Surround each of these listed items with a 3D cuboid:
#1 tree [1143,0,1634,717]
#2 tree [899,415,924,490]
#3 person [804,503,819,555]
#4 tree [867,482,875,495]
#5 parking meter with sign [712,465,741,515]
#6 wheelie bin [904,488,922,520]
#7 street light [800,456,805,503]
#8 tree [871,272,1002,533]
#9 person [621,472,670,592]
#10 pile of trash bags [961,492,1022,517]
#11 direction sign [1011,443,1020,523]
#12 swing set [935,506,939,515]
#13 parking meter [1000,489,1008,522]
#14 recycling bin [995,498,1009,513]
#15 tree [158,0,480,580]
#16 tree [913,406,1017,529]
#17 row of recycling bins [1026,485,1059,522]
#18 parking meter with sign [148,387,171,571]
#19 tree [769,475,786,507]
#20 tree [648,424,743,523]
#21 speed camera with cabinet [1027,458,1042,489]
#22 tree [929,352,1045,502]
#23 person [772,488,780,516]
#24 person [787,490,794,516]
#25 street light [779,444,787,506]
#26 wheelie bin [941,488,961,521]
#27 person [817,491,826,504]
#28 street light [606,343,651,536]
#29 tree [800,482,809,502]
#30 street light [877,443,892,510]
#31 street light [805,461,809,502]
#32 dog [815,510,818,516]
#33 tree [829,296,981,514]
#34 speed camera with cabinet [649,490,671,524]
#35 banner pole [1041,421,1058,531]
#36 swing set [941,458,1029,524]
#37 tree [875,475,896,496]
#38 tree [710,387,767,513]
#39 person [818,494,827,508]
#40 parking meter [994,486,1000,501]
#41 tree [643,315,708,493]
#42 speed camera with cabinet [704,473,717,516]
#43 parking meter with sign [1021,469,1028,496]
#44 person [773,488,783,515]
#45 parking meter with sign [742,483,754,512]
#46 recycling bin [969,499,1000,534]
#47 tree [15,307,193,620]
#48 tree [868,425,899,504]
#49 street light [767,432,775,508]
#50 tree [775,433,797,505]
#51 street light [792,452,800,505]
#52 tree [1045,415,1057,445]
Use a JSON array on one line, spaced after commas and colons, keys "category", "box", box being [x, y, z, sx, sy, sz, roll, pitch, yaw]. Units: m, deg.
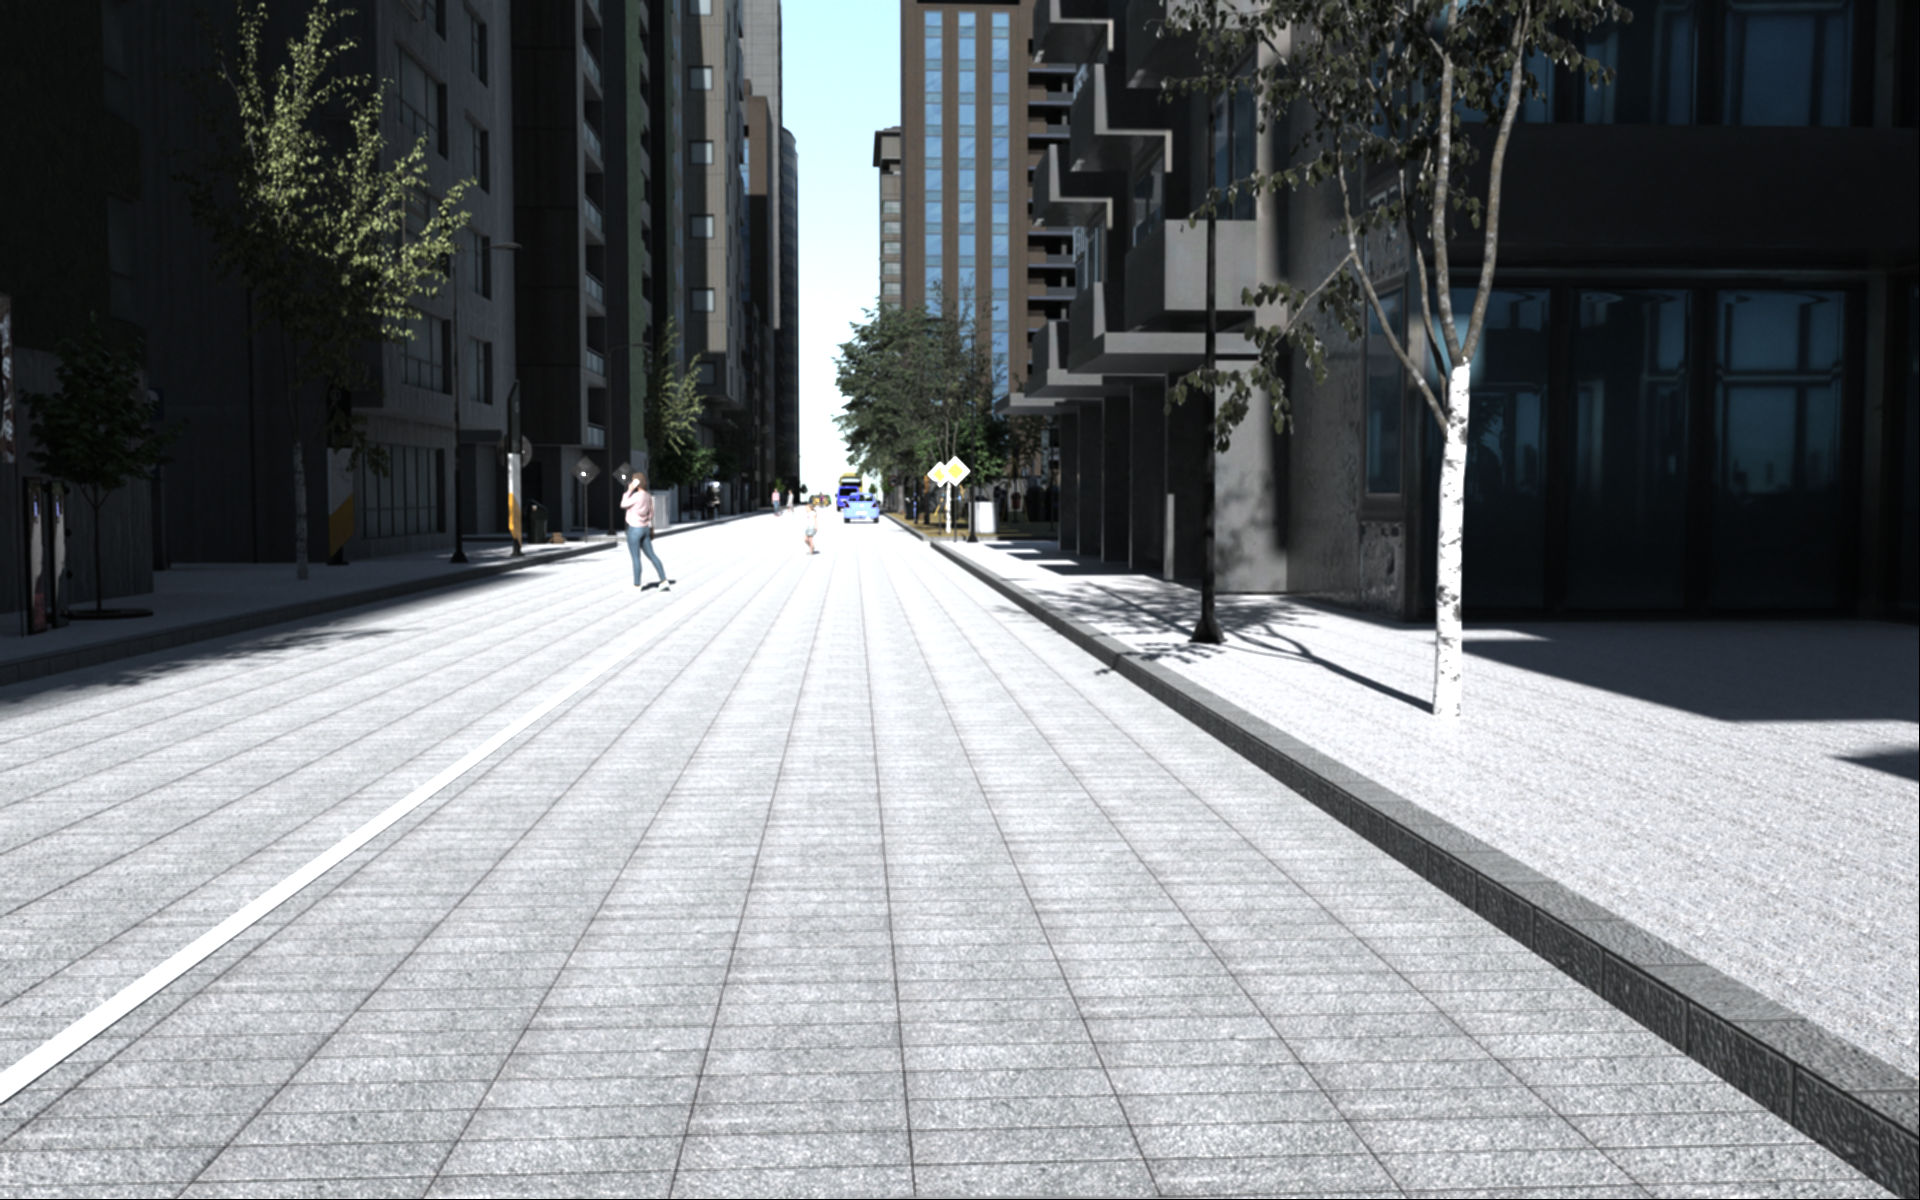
[{"category": "tree", "box": [2.775, -3.650, 10.033, 4.360, 8.622, 3.978, 0, 3, 0]}, {"category": "tree", "box": [-1.173, -10.534, 122.593, 4.737, 8.622, 4.395, 0, 3, 0]}, {"category": "person", "box": [-3.466, -1.677, 40.929, 0.382, 1.210, 0.505, -3, 4, -36]}, {"category": "tree", "box": [-13.812, -17.115, 274.437, 1.663, 3.219, 1.824, 0, 3, 0]}, {"category": "parking meter with sign", "box": [-14.273, -6.665, 105.234, 0.543, 3.016, 1.738, 2, 4, 33]}, {"category": "wheelie bin", "box": [-2.367, -4.851, 87.221, 0.980, 1.594, 0.693, 2, 4, 34]}, {"category": "street light", "box": [-20.022, -14.666, 212.329, 1.470, 5.913, 1.316, 0, 4, -4]}, {"category": "tree", "box": [-0.528, -6.551, 57.475, 4.360, 8.622, 3.978, 0, 3, 0]}, {"category": "person", "box": [-4.620, -1.000, 25.440, 0.643, 1.750, 0.593, 1, 4, 19]}, {"category": "pile of trash bags", "box": [1.887, -5.315, 96.649, 3.447, 1.369, 1.912, -2, 4, -28]}, {"category": "direction sign", "box": [2.499, -5.249, 77.818, 0.379, 3.537, 0.876, -1, 4, -16]}, {"category": "swing set", "box": [0.389, -6.532, 104.421, 2.862, 2.851, 3.119, -2, 4, -24]}, {"category": "parking meter", "box": [2.040, -4.387, 80.132, 0.372, 1.533, 0.369, 0, 3, 0]}, {"category": "recycling bin", "box": [2.763, -6.230, 114.411, 0.722, 1.027, 0.722, 2, 4, 26]}, {"category": "tree", "box": [-9.659, -4.610, 25.735, 4.737, 8.622, 4.395, 0, 3, 0]}, {"category": "tree", "box": [-0.180, -5.180, 68.404, 4.285, 4.588, 4.351, 0, 3, 0]}, {"category": "row of recycling bins", "box": [4.761, -4.494, 80.591, 3.534, 1.692, 1.069, -1, 4, -18]}, {"category": "parking meter with sign", "box": [-13.586, -2.010, 29.122, 0.543, 3.016, 1.738, -1, 4, -20]}, {"category": "tree", "box": [-18.592, -11.179, 177.370, 1.663, 3.219, 1.824, 0, 3, 0]}, {"category": "tree", "box": [-12.724, -5.771, 78.068, 4.285, 4.588, 4.351, 0, 3, 0]}, {"category": "speed camera with cabinet", "box": [4.714, -6.193, 95.588, 2.038, 3.252, 0.660, 3, 4, 36]}, {"category": "tree", "box": [1.257, -8.465, 88.762, 4.737, 8.622, 4.395, 0, 3, 0]}, {"category": "person", "box": [-11.918, -6.332, 112.030, 0.555, 1.821, 0.388, -3, 4, -39]}, {"category": "person", "box": [-11.245, -6.462, 114.910, 0.466, 1.731, 0.760, 1, 4, 10]}, {"category": "street light", "box": [-16.882, -11.494, 160.472, 1.470, 5.913, 1.316, 0, 4, -4]}, {"category": "wheelie bin", "box": [-0.443, -4.660, 84.101, 0.980, 1.594, 0.693, 0, 4, -6]}, {"category": "person", "box": [-15.203, -11.054, 190.018, 1.217, 1.735, 0.721, 2, 4, 32]}, {"category": "street light", "box": [-10.188, -4.934, 53.219, 1.470, 5.913, 1.316, 0, 4, -4]}, {"category": "tree", "box": [-23.880, -16.575, 265.608, 1.663, 3.219, 1.824, 0, 3, 0]}, {"category": "street light", "box": [-6.308, -10.328, 141.411, 1.470, 5.913, 1.316, 0, 4, -4]}, {"category": "street light", "box": [-21.947, -16.550, 243.125, 1.470, 5.913, 1.316, 0, 4, -4]}, {"category": "dog", "box": [-9.595, -5.758, 114.337, 0.550, 0.427, 0.748, 0, 4, 5]}, {"category": "tree", "box": [-3.730, -12.578, 112.298, 9.857, 13.997, 8.962, 0, 3, 0]}, {"category": "speed camera with cabinet", "box": [-13.367, -4.875, 74.041, 0.660, 3.252, 2.038, 3, 5, 43]}, {"category": "banner pole", "box": [3.024, -4.252, 59.540, 0.401, 3.779, 0.863, 3, 5, 41]}, {"category": "swing set", "box": [1.205, -4.745, 75.199, 3.119, 2.851, 2.862, -1, 4, -22]}, {"category": "tree", "box": [-6.642, -10.012, 158.291, 1.663, 3.219, 1.824, 0, 3, 0]}, {"category": "tree", "box": [-15.297, -10.330, 119.264, 4.360, 8.622, 3.978, 0, 3, 0]}, {"category": "person", "box": [-14.185, -10.208, 178.622, 0.991, 1.433, 0.599, -1, 4, -20]}, {"category": "parking meter", "box": [2.445, -6.693, 115.145, 0.399, 1.863, 0.255, -1, 4, -10]}, {"category": "tree", "box": [-12.453, -7.323, 70.088, 4.737, 8.622, 4.395, 0, 3, 0]}, {"category": "speed camera with cabinet", "box": [-14.453, -6.489, 100.438, 0.660, 3.252, 2.038, -1, 4, -12]}, {"category": "parking meter with sign", "box": [4.931, -7.438, 117.867, 0.543, 3.016, 1.738, -3, 4, -36]}, {"category": "person", "box": [-12.569, -6.776, 119.156, 0.748, 1.841, 0.638, 3, 5, 41]}, {"category": "parking meter with sign", "box": [-15.440, -7.755, 123.050, 1.738, 3.016, 0.543, 2, 4, 25]}, {"category": "recycling bin", "box": [0.769, -2.645, 55.801, 0.722, 1.027, 0.722, -2, 4, -35]}, {"category": "tree", "box": [-8.909, -1.439, 18.122, 1.663, 3.219, 1.824, 0, 3, 0]}, {"category": "tree", "box": [-3.566, -10.944, 129.302, 4.737, 8.622, 4.395, 0, 3, 0]}, {"category": "street light", "box": [-14.845, -9.611, 129.684, 1.470, 5.913, 1.316, 0, 4, -4]}, {"category": "tree", "box": [-20.943, -15.520, 204.111, 4.360, 8.622, 3.978, 0, 3, 0]}, {"category": "street light", "box": [-18.738, -13.378, 191.272, 1.470, 5.913, 1.316, 0, 4, -4]}, {"category": "tree", "box": [3.856, -9.150, 99.969, 4.737, 8.622, 4.395, 0, 3, 0]}]
